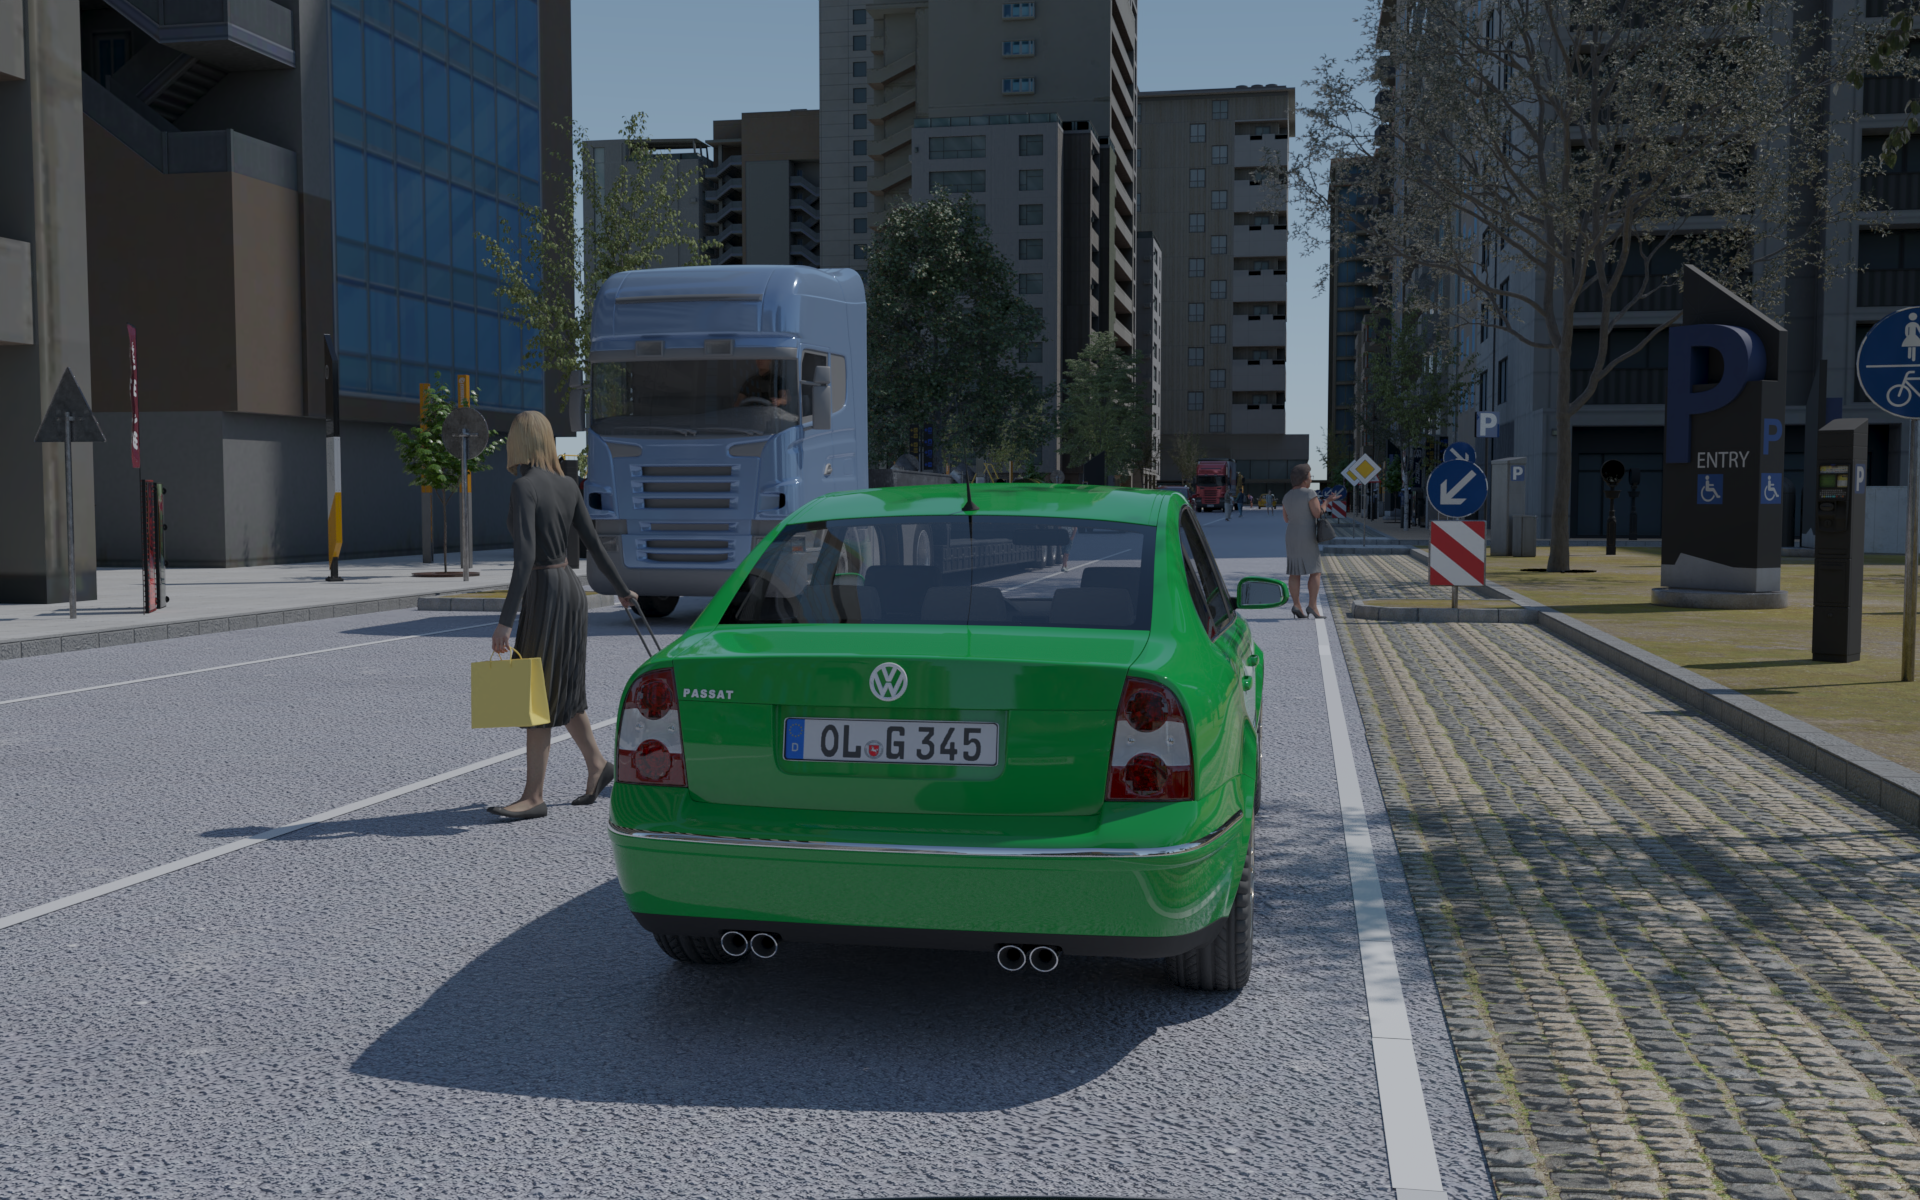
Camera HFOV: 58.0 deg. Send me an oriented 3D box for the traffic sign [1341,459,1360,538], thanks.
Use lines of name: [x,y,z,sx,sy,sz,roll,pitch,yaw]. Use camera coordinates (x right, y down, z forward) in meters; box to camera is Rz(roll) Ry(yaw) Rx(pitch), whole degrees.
traffic sign: [11.400,-2.842,50.106,0.795,2.450,0.064,1,4,11]

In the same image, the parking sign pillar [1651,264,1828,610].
parking sign pillar: [8.723,-1.916,19.800,1.447,3.967,1.447,-2,4,-28]

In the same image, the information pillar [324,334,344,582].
information pillar: [-9.155,-2.076,25.297,0.183,3.616,0.504,-2,4,-33]

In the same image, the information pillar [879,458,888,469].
information pillar: [-3.230,-4.986,72.874,0.183,3.616,0.504,-3,5,-44]

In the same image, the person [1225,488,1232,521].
person: [14.172,-5.045,91.528,0.362,1.759,0.519,1,4,20]

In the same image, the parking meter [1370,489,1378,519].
parking meter: [21.164,-4.905,88.604,0.372,1.533,0.369,0,3,0]

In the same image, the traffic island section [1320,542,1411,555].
traffic island section: [9.898,-1.227,42.340,2.009,0.180,2.903,1,4,11]

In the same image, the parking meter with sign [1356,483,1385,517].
parking meter with sign: [22.943,-6.142,96.685,1.738,3.016,0.543,3,4,39]

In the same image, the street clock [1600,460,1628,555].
street clock: [13.721,-1.950,36.451,0.471,2.002,0.358,1,4,16]

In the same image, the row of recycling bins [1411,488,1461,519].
row of recycling bins: [24.021,-5.026,89.287,3.534,1.692,1.069,0,4,6]

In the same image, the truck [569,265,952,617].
truck: [-0.979,-2.254,26.613,2.967,4.110,18.799,1,4,13]

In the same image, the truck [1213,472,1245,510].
truck: [23.780,-9.696,154.450,3.469,3.379,9.791,1,4,11]

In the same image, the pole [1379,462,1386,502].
pole: [24.140,-6.403,98.539,0.158,3.312,0.155,0,3,0]

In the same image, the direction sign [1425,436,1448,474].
direction sign: [18.717,-4.652,68.054,0.876,3.537,0.379,0,4,1]

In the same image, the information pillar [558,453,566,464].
information pillar: [-22.512,-6.520,97.963,0.504,3.616,0.183,1,4,8]

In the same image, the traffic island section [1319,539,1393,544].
traffic island section: [11.425,-1.706,50.178,2.009,0.180,2.903,1,4,11]

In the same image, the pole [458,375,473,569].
pole: [-8.505,-2.197,29.760,0.158,3.312,0.155,0,3,0]

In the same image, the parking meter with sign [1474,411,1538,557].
parking meter with sign: [11.335,-2.421,35.844,0.543,3.016,1.738,-1,4,-15]

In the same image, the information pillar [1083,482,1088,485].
information pillar: [7.497,-6.075,103.825,0.304,2.012,0.304,0,4,5]

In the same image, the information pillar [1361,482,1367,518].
information pillar: [21.832,-5.448,93.574,0.304,2.012,0.304,1,4,9]

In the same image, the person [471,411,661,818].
person: [-1.567,0.045,7.986,1.509,1.804,0.699,-3,4,-38]

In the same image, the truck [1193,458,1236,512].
truck: [20.457,-9.148,138.475,2.839,4.237,11.283,1,4,13]

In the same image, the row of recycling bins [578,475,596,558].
row of recycling bins: [-7.624,-1.707,35.024,3.534,1.692,1.069,2,4,32]

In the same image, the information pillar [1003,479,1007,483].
information pillar: [2.115,-4.952,85.458,0.304,2.012,0.304,2,4,31]

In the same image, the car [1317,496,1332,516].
car: [23.069,-6.026,111.105,1.945,1.354,3.894,1,4,10]

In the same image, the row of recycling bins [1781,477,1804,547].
row of recycling bins: [18.340,-2.012,40.016,3.534,1.692,1.069,2,4,27]

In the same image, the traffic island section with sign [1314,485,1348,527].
traffic island section with sign: [16.265,-4.055,74.920,1.989,1.847,2.006,1,4,11]

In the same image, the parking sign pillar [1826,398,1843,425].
parking sign pillar: [17.600,-2.869,35.387,1.447,3.967,1.447,1,4,16]

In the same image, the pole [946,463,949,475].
pole: [-0.807,-7.413,115.044,0.158,3.312,0.155,0,3,0]

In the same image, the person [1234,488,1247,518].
person: [17.102,-5.913,105.533,0.721,1.781,0.623,3,5,45]

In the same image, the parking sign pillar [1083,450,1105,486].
parking sign pillar: [8.222,-7.219,106.503,1.447,3.967,1.447,0,4,-5]

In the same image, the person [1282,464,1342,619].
person: [4.061,-0.675,19.887,0.532,1.782,0.716,-3,4,-36]

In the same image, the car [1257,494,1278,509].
car: [29.535,-9.551,166.384,2.015,1.641,3.980,1,4,11]

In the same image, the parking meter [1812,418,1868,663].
parking meter: [6.738,-0.462,13.266,0.255,1.863,0.399,3,5,45]

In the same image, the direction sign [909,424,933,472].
direction sign: [-1.253,-3.920,56.086,0.876,3.537,0.379,2,4,30]

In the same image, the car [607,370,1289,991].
car: [0.236,0.141,6.489,1.959,1.807,4.718,1,4,11]

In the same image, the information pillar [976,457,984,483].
information pillar: [0.972,-5.744,85.268,0.183,3.616,0.504,3,5,43]

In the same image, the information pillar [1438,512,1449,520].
information pillar: [14.240,-2.844,50.990,0.304,2.012,0.304,1,4,20]

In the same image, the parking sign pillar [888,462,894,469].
parking sign pillar: [-4.181,-7.233,106.726,1.447,3.967,1.447,-1,4,-17]

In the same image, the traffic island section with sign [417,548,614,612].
traffic island section with sign: [-5.521,-0.820,22.040,1.989,1.847,2.006,1,4,11]

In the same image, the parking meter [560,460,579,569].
parking meter: [-6.717,-1.470,29.739,0.255,1.863,0.399,-2,4,-29]

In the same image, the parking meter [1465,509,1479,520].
parking meter: [15.976,-2.960,54.101,0.399,1.863,0.255,3,4,37]

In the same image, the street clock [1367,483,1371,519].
street clock: [20.773,-5.092,87.829,0.358,2.002,0.471,1,4,11]

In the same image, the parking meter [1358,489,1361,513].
parking meter: [27.214,-6.850,117.713,0.255,1.863,0.399,1,4,15]

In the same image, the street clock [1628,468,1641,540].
street clock: [18.713,-2.662,48.098,0.358,2.002,0.471,1,4,9]

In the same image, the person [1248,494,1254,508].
person: [29.955,-10.204,178.564,0.697,1.427,0.421,-2,4,-31]

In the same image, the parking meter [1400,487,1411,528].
parking meter: [16.690,-3.451,64.841,0.372,1.533,0.369,0,3,0]

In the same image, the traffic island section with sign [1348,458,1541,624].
traffic island section with sign: [5.594,-0.704,20.133,1.989,1.847,2.006,1,4,11]

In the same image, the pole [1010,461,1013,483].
pole: [3.173,-6.950,107.471,0.158,3.312,0.155,0,3,0]

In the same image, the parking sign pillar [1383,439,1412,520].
parking sign pillar: [21.495,-5.899,84.924,1.447,3.967,1.447,-2,4,-27]

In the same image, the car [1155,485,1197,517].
car: [9.415,-4.176,76.948,2.281,1.827,5.304,1,4,11]

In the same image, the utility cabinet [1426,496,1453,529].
utility cabinet: [17.695,-3.219,63.788,1.020,1.237,0.306,0,4,-2]

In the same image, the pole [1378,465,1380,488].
pole: [29.122,-7.735,120.312,0.158,3.312,0.155,0,3,0]

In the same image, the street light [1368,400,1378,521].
street light: [19.984,-6.787,83.752,0.468,5.910,1.993,1,4,11]

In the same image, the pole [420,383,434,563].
pole: [-9.869,-2.336,32.044,0.158,3.312,0.155,0,3,0]

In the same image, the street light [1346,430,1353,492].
street light: [27.648,-9.186,122.984,0.468,5.910,1.993,1,4,11]

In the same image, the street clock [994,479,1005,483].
street clock: [1.864,-4.725,81.824,0.471,2.002,0.358,-2,4,-25]

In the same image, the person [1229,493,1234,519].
person: [15.549,-5.436,99.969,0.503,1.515,0.523,0,4,2]

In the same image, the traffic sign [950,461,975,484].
traffic sign: [0.072,-2.978,52.325,0.795,2.450,0.064,1,4,11]

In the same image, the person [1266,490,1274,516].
person: [19.991,-6.260,111.858,0.512,1.701,0.522,-1,4,-18]
